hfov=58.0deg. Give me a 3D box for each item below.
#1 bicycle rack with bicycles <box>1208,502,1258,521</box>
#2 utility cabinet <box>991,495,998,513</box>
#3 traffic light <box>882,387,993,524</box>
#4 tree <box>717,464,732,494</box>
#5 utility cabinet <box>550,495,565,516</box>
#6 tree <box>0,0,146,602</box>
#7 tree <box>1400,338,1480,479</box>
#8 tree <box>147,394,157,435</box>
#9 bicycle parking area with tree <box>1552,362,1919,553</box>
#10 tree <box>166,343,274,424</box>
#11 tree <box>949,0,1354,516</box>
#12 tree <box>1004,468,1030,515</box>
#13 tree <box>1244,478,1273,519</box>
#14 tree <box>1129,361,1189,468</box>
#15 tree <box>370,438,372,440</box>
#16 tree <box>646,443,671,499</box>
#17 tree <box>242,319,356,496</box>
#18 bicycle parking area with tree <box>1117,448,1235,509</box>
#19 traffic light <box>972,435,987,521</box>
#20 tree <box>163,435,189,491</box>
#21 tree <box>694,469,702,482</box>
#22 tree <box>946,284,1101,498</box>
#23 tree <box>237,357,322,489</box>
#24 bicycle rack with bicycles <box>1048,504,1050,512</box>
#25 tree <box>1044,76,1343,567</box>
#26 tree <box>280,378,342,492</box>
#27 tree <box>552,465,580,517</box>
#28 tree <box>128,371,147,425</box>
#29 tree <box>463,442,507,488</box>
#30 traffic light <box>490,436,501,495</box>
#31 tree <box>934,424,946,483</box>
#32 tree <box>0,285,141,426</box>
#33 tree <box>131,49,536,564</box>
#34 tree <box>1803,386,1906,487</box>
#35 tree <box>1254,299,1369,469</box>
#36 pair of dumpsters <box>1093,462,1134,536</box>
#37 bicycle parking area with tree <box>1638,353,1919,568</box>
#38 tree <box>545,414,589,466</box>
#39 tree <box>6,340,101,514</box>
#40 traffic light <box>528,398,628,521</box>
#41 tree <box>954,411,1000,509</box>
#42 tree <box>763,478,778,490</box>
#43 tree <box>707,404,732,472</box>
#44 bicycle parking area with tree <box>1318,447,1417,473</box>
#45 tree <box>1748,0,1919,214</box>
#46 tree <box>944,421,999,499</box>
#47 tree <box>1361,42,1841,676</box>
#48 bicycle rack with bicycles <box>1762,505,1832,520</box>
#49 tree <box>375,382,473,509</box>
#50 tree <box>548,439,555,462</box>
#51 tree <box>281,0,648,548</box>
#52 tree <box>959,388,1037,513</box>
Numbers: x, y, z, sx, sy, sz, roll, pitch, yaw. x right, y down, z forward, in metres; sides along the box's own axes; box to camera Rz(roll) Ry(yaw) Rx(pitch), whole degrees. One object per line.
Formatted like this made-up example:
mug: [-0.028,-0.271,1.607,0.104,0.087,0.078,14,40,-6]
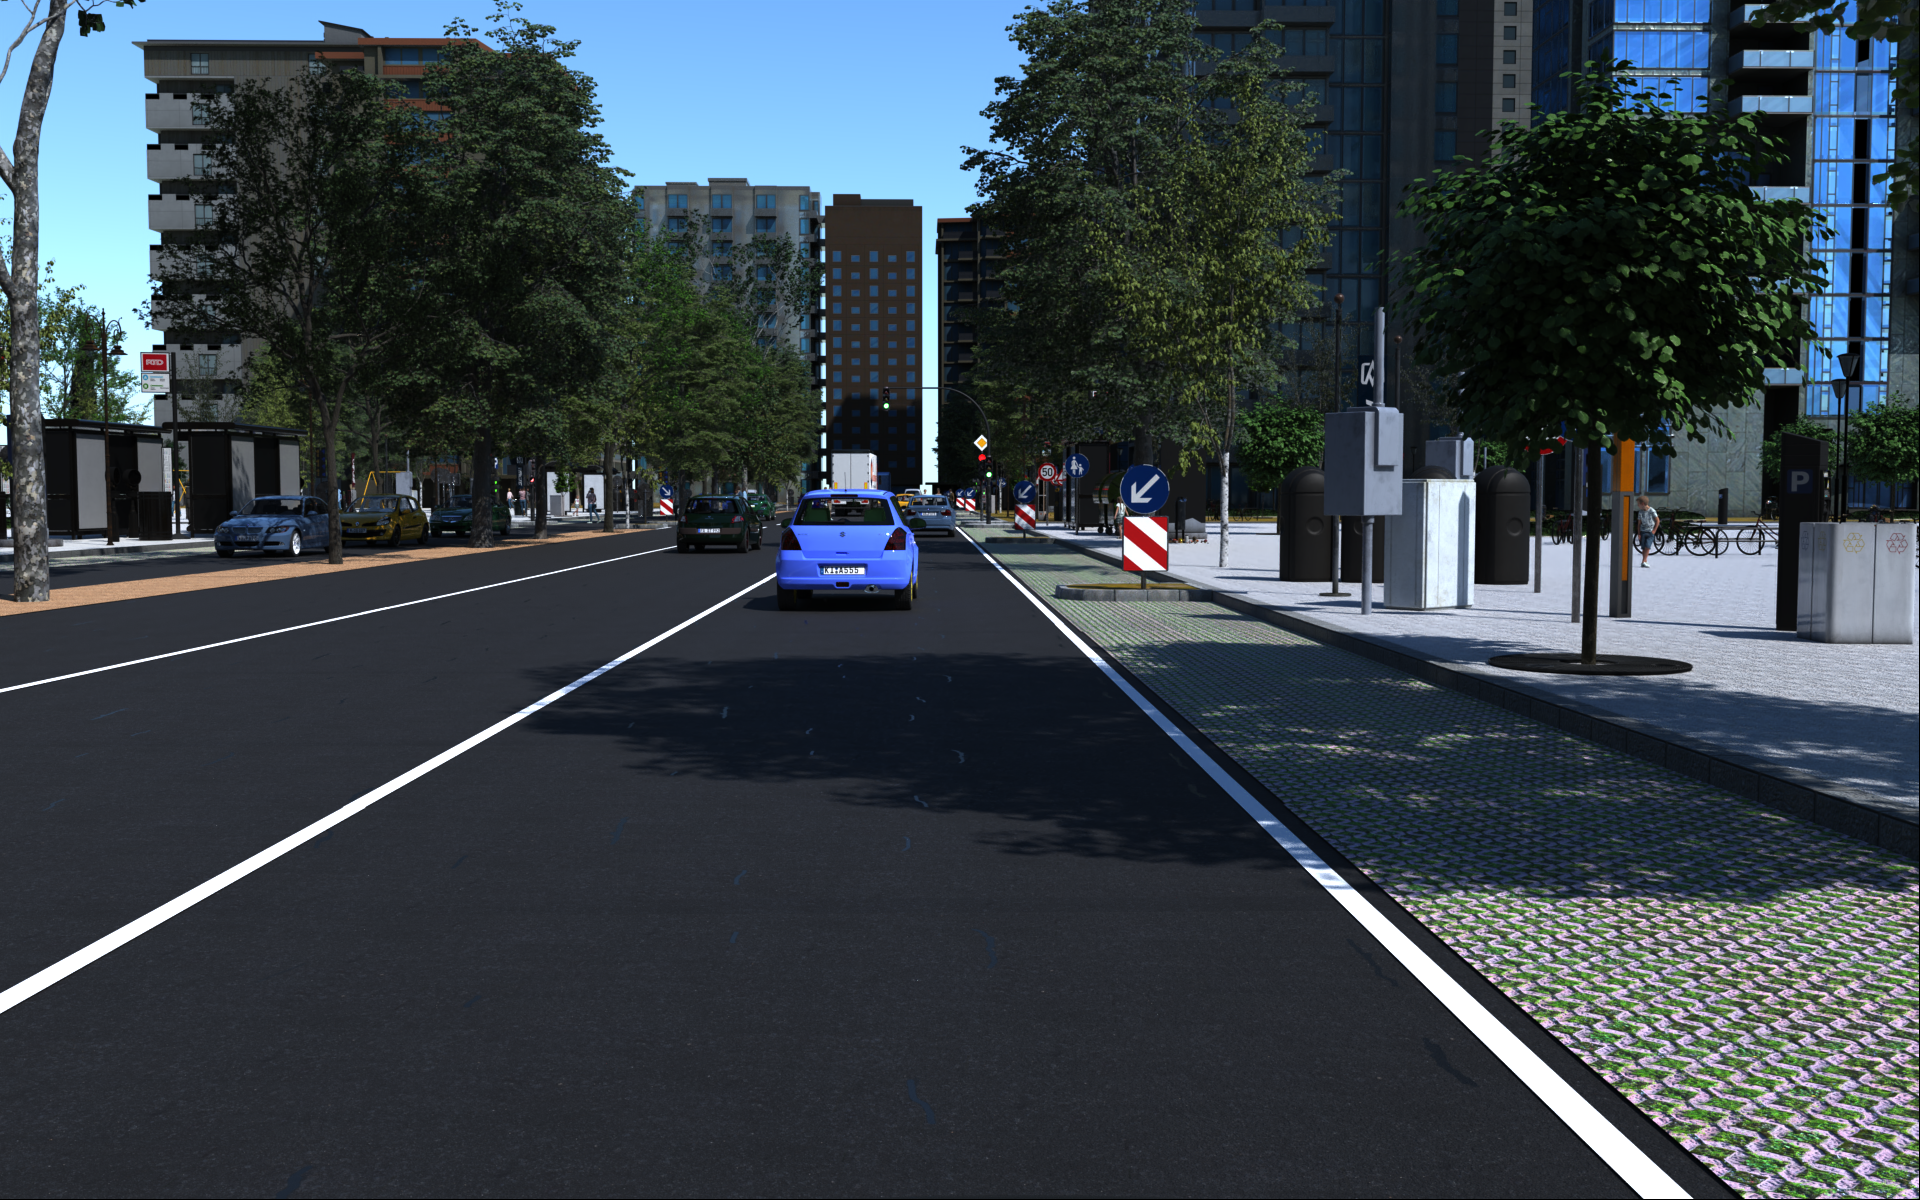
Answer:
bicycle rack with bicycles: [12.976,-4.290,83.526,2.852,0.926,2.925,2,4,34]
utility cabinet: [2.049,-6.459,116.766,0.306,1.237,1.020,-1,4,-22]
traffic light: [-0.898,-6.047,73.531,4.771,5.953,1.251,0,4,-1]
tree: [-24.744,-14.037,179.859,4.360,8.622,3.978,0,3,0]
utility cabinet: [-24.178,-5.680,104.022,1.020,1.237,0.306,3,4,37]
tree: [-13.569,-10.085,23.234,12.611,20.169,13.585,0,3,0]
tree: [16.957,-6.564,57.686,4.360,8.622,3.978,0,3,0]
tree: [-48.477,-9.133,99.686,4.737,8.622,4.395,0,3,0]
bicycle parking area with tree: [19.792,-3.528,44.680,8.231,4.147,9.016,3,5,44]
tree: [-36.745,-8.248,85.213,4.360,8.622,3.978,0,3,0]
tree: [4.428,-8.247,41.498,9.857,13.997,8.962,0,3,0]
tree: [3.565,-6.827,106.230,1.663,3.219,1.824,0,3,0]
tree: [16.010,-5.924,91.455,1.663,3.219,1.824,0,3,0]
tree: [10.639,-8.578,90.612,4.360,8.622,3.978,0,3,0]
tree: [-48.801,-12.140,148.850,4.360,8.622,3.978,0,3,0]
tree: [-24.914,-12.004,146.620,4.360,8.622,3.978,0,3,0]
tree: [-42.752,-11.854,111.932,7.486,12.596,7.792,0,3,0]
bicycle parking area with tree: [14.537,-8.001,117.815,9.016,4.147,8.231,3,4,38]
traffic light: [1.012,-5.675,81.702,0.839,4.253,0.868,0,4,-1]
tree: [-71.022,-11.145,145.120,20.602,7.101,11.467,2,4,32]
tree: [-24.919,-15.135,154.107,9.857,13.997,8.962,0,3,0]
tree: [3.934,-10.591,91.294,7.486,12.596,7.792,0,3,0]
tree: [-37.982,-8.916,96.132,4.737,8.622,4.395,0,3,0]
bicycle rack with bicycles: [6.135,-6.159,114.082,2.852,0.926,2.925,2,4,29]
tree: [4.409,-4.885,30.240,4.737,8.622,4.395,0,3,0]
tree: [-38.674,-9.263,101.817,4.360,8.622,3.978,0,3,0]
tree: [-22.739,-6.374,98.819,1.663,3.219,1.824,0,3,0]
tree: [-47.849,-8.788,94.049,4.737,8.622,4.395,0,3,0]
tree: [-41.137,-12.173,149.398,4.737,8.622,4.395,0,3,0]
traffic light: [-19.864,-5.157,73.233,0.839,4.253,0.868,0,4,-1]
tree: [0.055,-18.963,228.175,7.486,12.596,7.792,0,3,0]
tree: [-45.692,-9.902,87.656,9.928,11.665,9.643,0,3,0]
tree: [-12.672,-6.016,35.234,8.767,10.594,7.601,0,4,-1]
tree: [29.203,-4.316,54.277,4.285,4.588,4.351,0,3,0]
tree: [13.084,-6.958,64.129,4.360,8.622,3.978,0,3,0]
pair of dumpsters: [5.173,-3.184,54.557,1.574,2.255,4.437,0,4,-1]
bicycle parking area with tree: [18.041,-2.806,32.878,9.016,4.147,8.231,1,4,12]
tree: [-31.277,-11.434,137.308,4.360,8.622,3.978,0,3,0]
tree: [-70.205,-13.824,127.838,18.604,14.587,13.155,-1,4,-11]
traffic light: [-17.954,-6.522,81.298,4.771,5.953,1.251,0,4,-1]
tree: [1.830,-11.947,145.698,4.737,8.622,4.395,0,3,0]
tree: [-25.326,-17.758,224.759,7.601,10.594,8.767,0,4,3]
tree: [-25.076,-15.906,170.430,12.009,13.543,11.850,0,3,0]
bicycle parking area with tree: [27.163,-7.358,107.300,9.016,4.147,8.231,0,4,4]
tree: [5.747,-5.351,5.618,7.486,12.596,7.792,0,3,0]
tree: [1.550,-16.067,197.109,7.601,10.594,8.767,0,4,2]
tree: [4.613,-1.780,12.822,4.285,4.588,4.351,0,3,0]
bicycle rack with bicycles: [40.248,-4.312,83.881,2.852,0.926,2.925,-1,4,-16]
tree: [-32.699,-9.493,105.570,4.360,8.622,3.978,0,3,0]
tree: [-30.549,-11.719,141.973,4.737,8.622,4.395,0,3,0]
tree: [-12.733,-8.353,45.686,9.857,13.997,8.962,0,3,0]
tree: [2.862,-10.187,116.926,4.360,8.622,3.978,0,3,0]
